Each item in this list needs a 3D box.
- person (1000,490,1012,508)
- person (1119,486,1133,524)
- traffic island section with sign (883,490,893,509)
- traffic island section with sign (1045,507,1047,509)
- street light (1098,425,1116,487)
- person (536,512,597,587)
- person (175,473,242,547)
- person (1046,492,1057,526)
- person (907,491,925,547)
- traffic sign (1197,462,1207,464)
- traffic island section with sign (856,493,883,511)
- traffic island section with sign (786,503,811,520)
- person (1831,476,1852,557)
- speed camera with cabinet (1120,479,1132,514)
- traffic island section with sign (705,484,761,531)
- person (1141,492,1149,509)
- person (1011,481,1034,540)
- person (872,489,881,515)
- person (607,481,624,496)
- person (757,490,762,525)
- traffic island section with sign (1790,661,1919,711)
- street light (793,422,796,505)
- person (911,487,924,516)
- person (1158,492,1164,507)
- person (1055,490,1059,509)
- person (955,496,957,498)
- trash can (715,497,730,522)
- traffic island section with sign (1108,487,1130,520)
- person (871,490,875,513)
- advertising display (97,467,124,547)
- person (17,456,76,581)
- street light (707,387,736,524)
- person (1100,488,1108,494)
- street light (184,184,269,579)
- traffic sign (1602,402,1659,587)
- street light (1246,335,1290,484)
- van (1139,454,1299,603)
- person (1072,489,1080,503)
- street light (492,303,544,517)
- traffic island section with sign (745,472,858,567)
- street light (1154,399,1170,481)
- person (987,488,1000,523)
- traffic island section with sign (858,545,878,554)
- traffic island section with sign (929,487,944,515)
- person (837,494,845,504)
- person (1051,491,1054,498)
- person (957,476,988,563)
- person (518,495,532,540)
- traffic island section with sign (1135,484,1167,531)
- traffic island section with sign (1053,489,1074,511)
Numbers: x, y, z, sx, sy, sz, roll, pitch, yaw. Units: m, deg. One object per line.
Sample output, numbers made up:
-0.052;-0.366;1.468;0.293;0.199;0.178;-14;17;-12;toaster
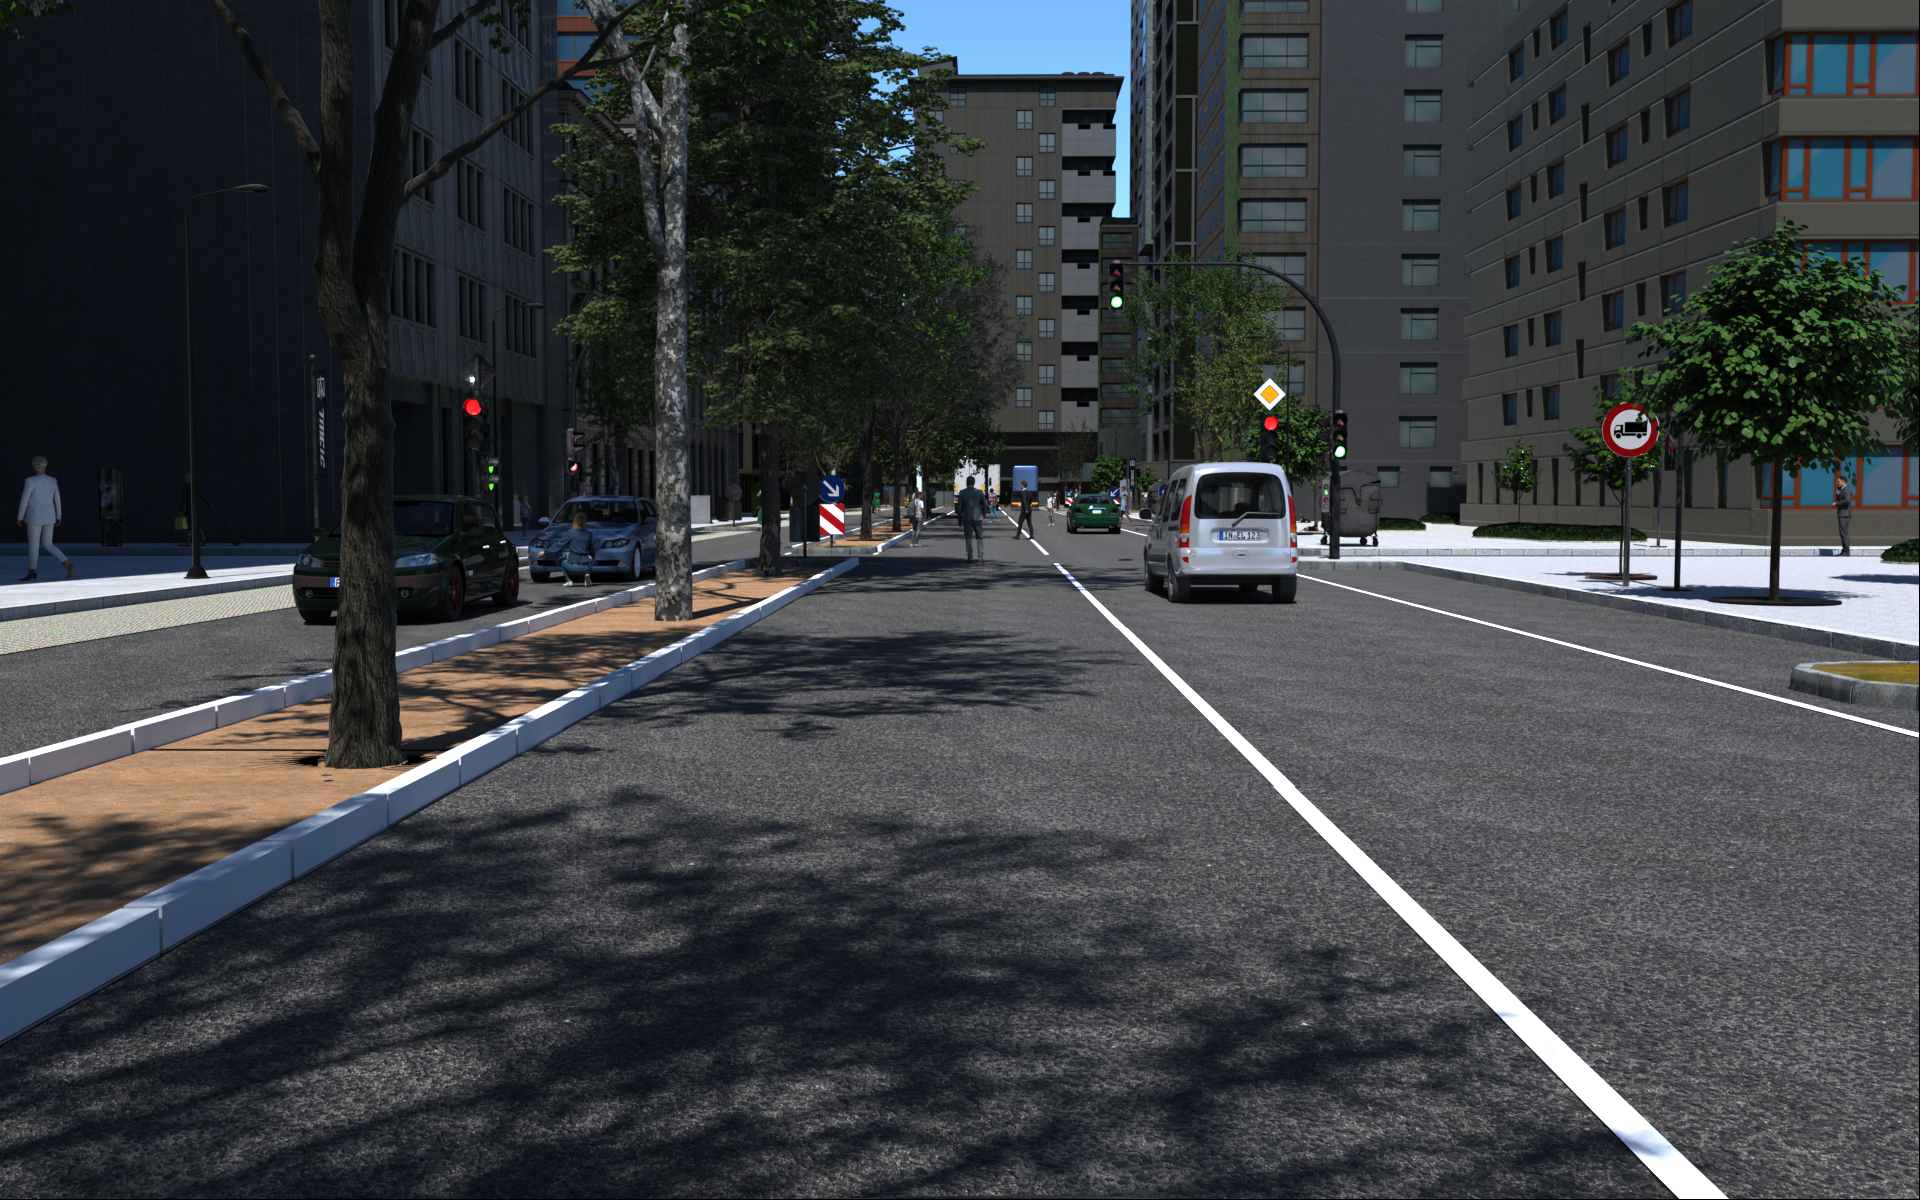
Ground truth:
4.813;-10.499;179.797;1.348;1.869;0.705;1;4;10;person
7.919;-4.568;83.289;0.778;1.811;0.616;0;4;6;person
-7.238;-9.961;171.490;1.989;1.847;2.006;0;4;1;traffic island section with sign
9.377;-9.956;171.408;1.989;1.847;2.006;0;4;1;traffic island section with sign
9.948;-8.812;116.615;1.470;5.913;1.316;0;4;1;street light
-6.041;-0.785;26.830;1.012;1.151;0.738;-2;4;-27;person
-18.432;-2.212;42.424;1.509;1.804;0.699;-2;4;-31;person
4.137;-4.121;78.482;0.503;1.515;0.523;1;4;18;person
-1.195;-2.207;47.180;0.503;1.515;0.523;0;4;3;person
9.558;-4.163;68.174;0.768;2.556;0.104;0;4;3;traffic sign
-7.632;-8.287;144.116;1.989;1.847;2.006;0;4;1;traffic island section with sign
-8.362;-5.236;94.239;1.989;1.847;2.006;0;4;1;traffic island section with sign
19.967;-1.892;39.245;0.447;1.846;0.655;1;4;22;person
10.505;-7.061;109.777;0.660;3.252;2.038;1;4;12;speed camera with cabinet
-8.748;-3.568;66.969;1.989;1.847;2.006;0;4;1;traffic island section with sign
12.417;-6.702;115.729;0.679;1.850;0.850;0;4;-4;person
1.987;-2.821;54.406;0.755;1.850;0.659;2;4;33;person
-5.557;-6.559;115.985;0.600;1.795;0.529;-3;5;-42;person
-12.123;-3.345;60.914;0.661;1.801;0.590;0;4;-3;person
-5.500;-2.482;49.330;0.600;1.795;0.529;-1;4;-11;person
7.074;-0.219;12.206;1.989;1.847;2.006;0;4;1;traffic island section with sign
-9.893;-8.308;108.375;1.470;5.913;1.316;0;4;1;street light
-1.971;-4.420;81.254;0.515;1.767;0.782;3;5;42;person
6.276;-2.620;51.315;0.794;1.824;0.713;0;4;-4;person
9.120;-9.388;162.138;0.705;1.807;1.348;0;4;-6;person
-0.223;-8.688;153.776;0.421;1.427;0.697;0;4;-2;person
-11.061;-4.235;80.900;0.748;1.137;0.748;0;3;0;trash can
8.273;-5.275;94.867;1.989;1.847;2.006;0;4;1;traffic island section with sign
-6.356;-7.310;128.848;0.721;1.723;1.217;-1;4;-12;person
-20.585;-2.249;41.986;0.974;1.923;0.123;3;4;37;advertising display
-13.526;-1.203;25.596;0.818;1.842;0.514;0;4;7;person
-10.403;-6.291;75.395;1.470;5.913;1.316;0;4;1;street light
8.917;-6.024;107.091;0.694;1.812;0.767;0;4;3;person
-11.058;-3.278;26.134;1.470;5.913;1.316;0;4;1;street light
9.236;-1.458;23.941;0.768;2.556;0.104;0;4;5;traffic sign
9.038;-4.778;50.654;1.470;5.913;1.316;0;4;1;street light
3.574;-1.051;24.202;2.013;2.044;4.112;0;4;-1;van
7.825;-6.568;116.291;0.661;1.777;0.834;1;4;21;person
-10.819;-4.267;42.312;1.470;5.913;1.316;0;4;1;street light
-3.164;-1.614;34.530;2.006;1.907;1.989;0;4;1;traffic island section with sign
9.548;-6.795;83.634;1.470;5.913;1.316;0;4;1;street light
1.657;-4.752;87.030;0.563;1.720;0.643;-3;4;-39;person
-3.047;-2.067;41.936;2.006;1.907;1.989;0;4;1;traffic island section with sign
-1.970;-6.662;117.067;2.006;1.907;1.989;0;4;1;traffic island section with sign
-10.077;-8.519;145.781;0.683;1.767;0.568;-1;4;-17;person
9.865;-10.756;185.082;0.721;1.743;1.217;3;5;41;person
0.260;-1.675;35.988;0.635;1.810;0.391;-1;4;-13;person
-12.238;-2.323;48.702;0.352;1.250;0.332;-2;4;-26;person
7.883;-3.604;67.557;1.989;1.847;2.006;0;4;1;traffic island section with sign
8.991;-8.284;144.069;1.989;1.847;2.006;0;4;1;traffic island section with sign
